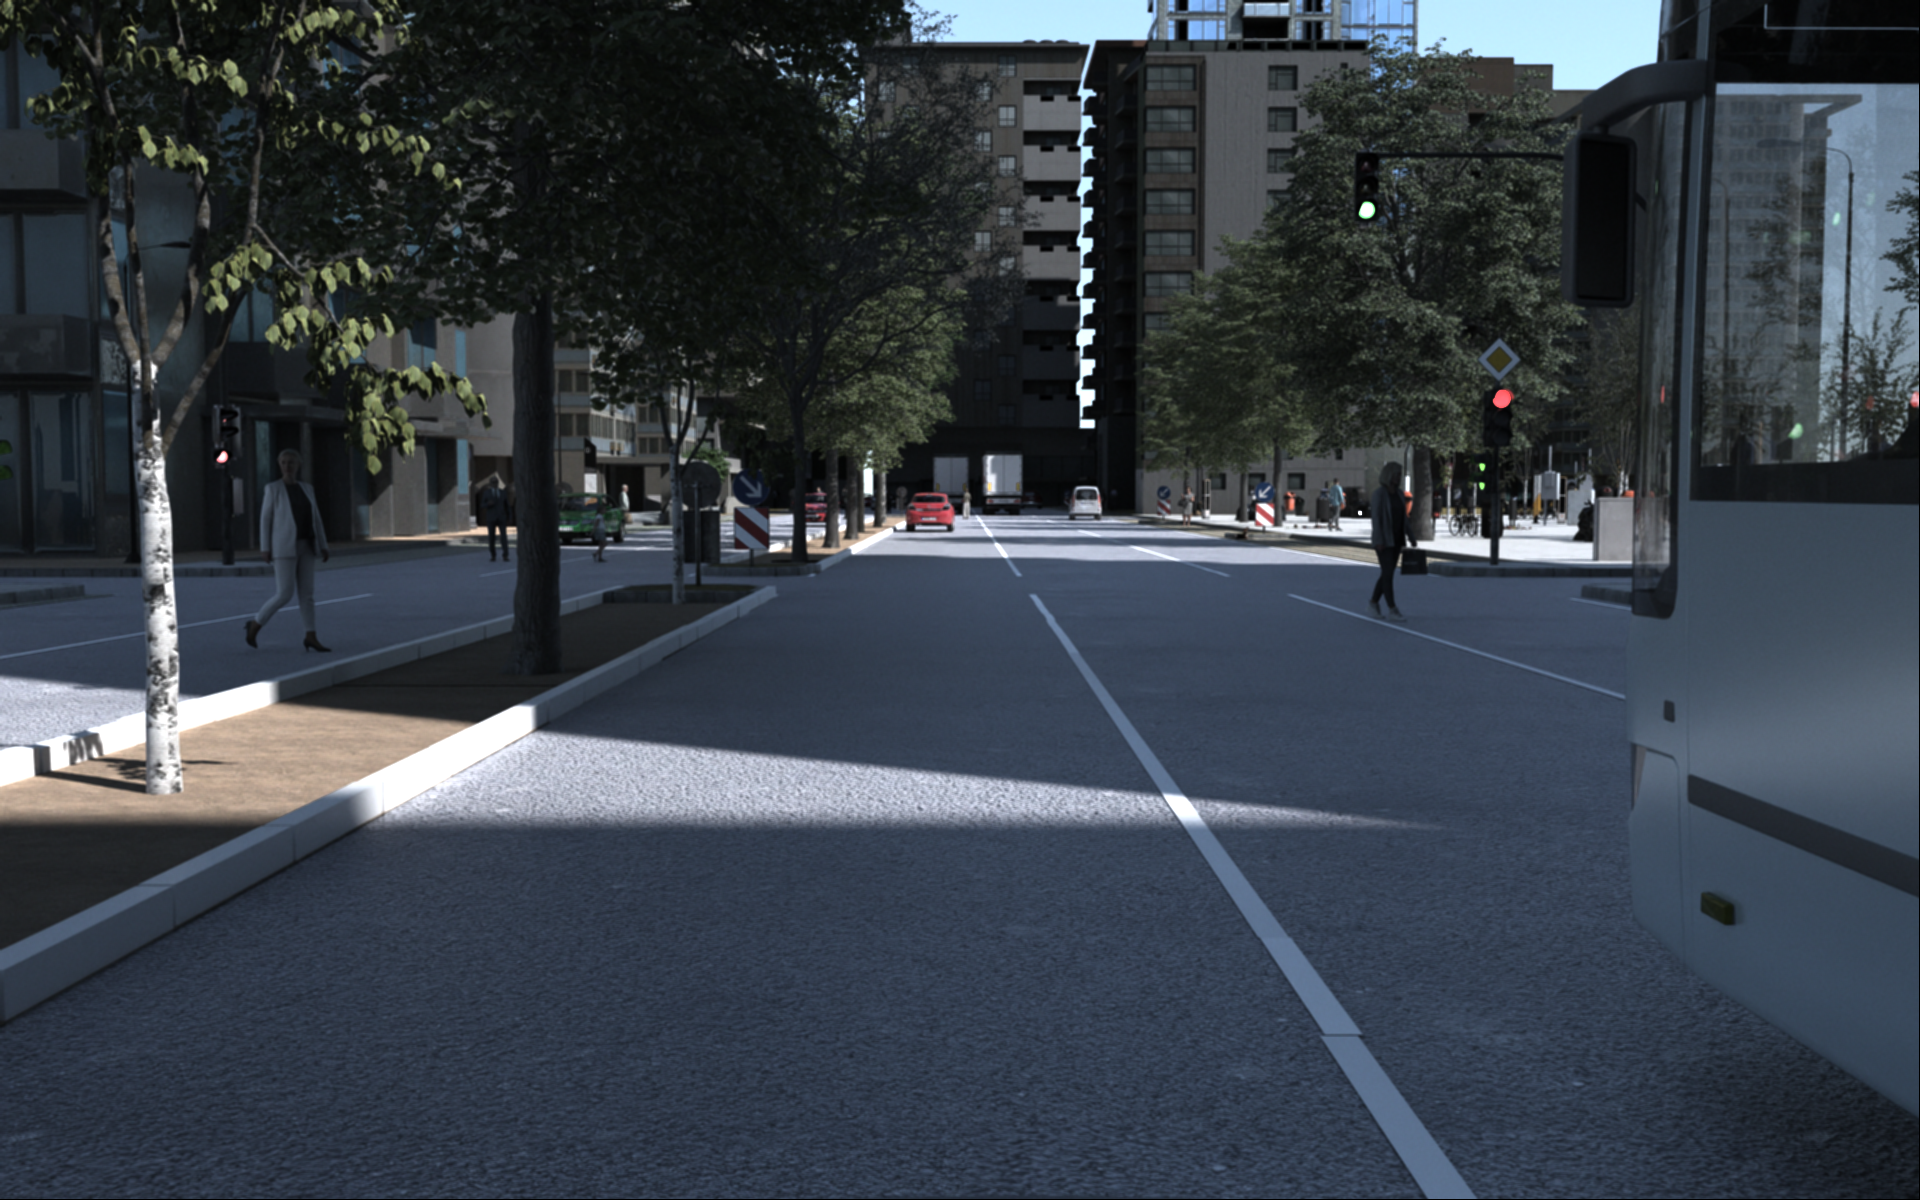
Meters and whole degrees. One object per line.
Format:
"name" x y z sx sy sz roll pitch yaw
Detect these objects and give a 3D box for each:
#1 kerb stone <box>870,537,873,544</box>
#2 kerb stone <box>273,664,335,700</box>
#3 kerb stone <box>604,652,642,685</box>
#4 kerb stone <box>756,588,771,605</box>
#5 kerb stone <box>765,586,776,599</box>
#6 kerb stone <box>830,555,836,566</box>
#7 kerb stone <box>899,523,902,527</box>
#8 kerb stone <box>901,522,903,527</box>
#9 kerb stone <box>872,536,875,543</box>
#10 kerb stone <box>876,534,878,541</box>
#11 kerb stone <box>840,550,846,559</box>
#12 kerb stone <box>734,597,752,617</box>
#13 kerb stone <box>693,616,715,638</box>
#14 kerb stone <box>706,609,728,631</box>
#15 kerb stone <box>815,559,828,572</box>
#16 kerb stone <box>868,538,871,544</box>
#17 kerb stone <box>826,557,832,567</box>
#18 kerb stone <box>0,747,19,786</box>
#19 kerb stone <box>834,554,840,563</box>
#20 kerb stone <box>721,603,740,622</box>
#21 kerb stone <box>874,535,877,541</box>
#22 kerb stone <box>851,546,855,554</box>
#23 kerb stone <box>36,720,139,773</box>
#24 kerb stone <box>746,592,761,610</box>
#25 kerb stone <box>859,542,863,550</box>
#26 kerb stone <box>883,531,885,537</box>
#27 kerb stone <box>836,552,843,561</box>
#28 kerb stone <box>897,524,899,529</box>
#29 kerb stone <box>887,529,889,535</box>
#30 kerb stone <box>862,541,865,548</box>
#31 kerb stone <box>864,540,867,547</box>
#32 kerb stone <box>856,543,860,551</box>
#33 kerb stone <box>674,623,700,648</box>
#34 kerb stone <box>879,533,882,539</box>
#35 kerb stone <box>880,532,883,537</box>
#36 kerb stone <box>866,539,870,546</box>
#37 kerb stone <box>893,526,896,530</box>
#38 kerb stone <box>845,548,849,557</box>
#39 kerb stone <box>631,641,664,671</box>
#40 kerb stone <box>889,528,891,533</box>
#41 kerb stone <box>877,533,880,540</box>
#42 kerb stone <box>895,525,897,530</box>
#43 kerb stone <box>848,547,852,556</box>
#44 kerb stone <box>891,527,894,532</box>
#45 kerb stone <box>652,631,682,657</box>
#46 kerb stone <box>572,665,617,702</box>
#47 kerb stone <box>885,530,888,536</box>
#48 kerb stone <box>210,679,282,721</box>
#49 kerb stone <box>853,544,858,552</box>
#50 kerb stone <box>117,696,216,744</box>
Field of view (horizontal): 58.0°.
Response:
"kerb stone" -2.603 -1.626 48.779 0.120 0.150 1.000 0 3 0
"kerb stone" -4.733 0.604 12.394 0.120 0.150 1.000 0 3 0
"kerb stone" -2.626 0.543 13.367 0.120 0.150 1.000 0 3 0
"kerb stone" -2.620 -0.024 22.586 0.120 0.150 1.000 0 3 0
"kerb stone" -2.623 -0.086 23.608 0.120 0.150 1.000 0 3 0
"kerb stone" -2.617 -0.748 34.427 0.120 0.150 1.000 0 3 0
"kerb stone" -2.582 -3.005 71.357 0.120 0.150 1.000 0 3 0
"kerb stone" -2.582 -3.133 73.412 0.120 0.150 1.000 0 3 0
"kerb stone" -2.600 -1.688 49.801 0.120 0.150 1.000 0 3 0
"kerb stone" -2.600 -1.813 51.845 0.120 0.150 1.000 0 3 0
"kerb stone" -2.613 -0.936 37.503 0.120 0.150 1.000 0 3 0
"kerb stone" -2.616 0.102 20.529 0.120 0.150 1.000 0 3 0
"kerb stone" -2.626 0.299 17.456 0.120 0.150 1.000 0 3 0
"kerb stone" -2.626 0.229 18.481 0.120 0.150 1.000 0 3 0
"kerb stone" -2.613 -0.623 32.375 0.120 0.150 1.000 0 3 0
"kerb stone" -2.600 -1.563 47.756 0.120 0.150 1.000 0 3 0
"kerb stone" -2.617 -0.685 33.398 0.120 0.150 1.000 0 3 0
"kerb stone" -4.734 0.850 8.295 0.120 0.150 1.000 0 3 0
"kerb stone" -2.613 -0.805 35.450 0.120 0.150 1.000 0 3 0
"kerb stone" -2.627 0.167 19.505 0.120 0.150 1.000 0 3 0
"kerb stone" -2.597 -1.749 50.823 0.120 0.150 1.000 0 3 0
"kerb stone" -2.611 -1.123 40.581 0.120 0.150 1.000 0 3 0
"kerb stone" -4.731 0.799 9.321 0.120 0.150 1.000 0 3 0
"kerb stone" -2.622 0.042 21.558 0.120 0.150 1.000 0 3 0
"kerb stone" -2.609 -1.313 43.657 0.120 0.150 1.000 0 3 0
"kerb stone" -2.590 -2.065 55.950 0.120 0.150 1.000 0 3 0
"kerb stone" -2.605 -0.874 36.481 0.120 0.150 1.000 0 3 0
"kerb stone" -2.586 -2.814 68.267 0.120 0.150 1.000 0 3 0
"kerb stone" -2.590 -2.253 59.046 0.120 0.150 1.000 0 3 0
"kerb stone" -2.607 -1.375 44.687 0.120 0.150 1.000 0 3 0
"kerb stone" -2.609 -1.438 45.710 0.120 0.150 1.000 0 3 0
"kerb stone" -2.610 -1.248 42.626 0.120 0.150 1.000 0 3 0
"kerb stone" -2.630 0.352 16.434 0.120 0.150 1.000 0 3 0
"kerb stone" -2.594 -1.939 53.890 0.120 0.150 1.000 0 3 0
"kerb stone" -2.598 -2.002 54.920 0.120 0.150 1.000 0 3 0
"kerb stone" -2.596 -1.495 46.733 0.120 0.150 1.000 0 3 0
"kerb stone" -2.589 -2.629 65.198 0.120 0.150 1.000 0 3 0
"kerb stone" -2.609 -0.999 38.534 0.120 0.150 1.000 0 3 0
"kerb stone" -2.624 0.477 14.389 0.120 0.150 1.000 0 3 0
"kerb stone" -2.590 -2.379 61.097 0.120 0.150 1.000 0 3 0
"kerb stone" -2.595 -1.876 52.868 0.120 0.150 1.000 0 3 0
"kerb stone" -2.580 -2.693 66.221 0.120 0.150 1.000 0 3 0
"kerb stone" -2.608 -1.062 39.559 0.120 0.150 1.000 0 3 0
"kerb stone" -2.589 -2.502 63.153 0.120 0.150 1.000 0 3 0
"kerb stone" -2.636 0.415 15.412 0.120 0.150 1.000 0 3 0
"kerb stone" -2.626 0.603 12.345 0.120 0.150 1.000 0 3 0
"kerb stone" -2.594 -2.191 58.014 0.120 0.150 1.000 0 3 0
"kerb stone" -4.725 0.664 11.369 0.120 0.150 1.000 0 3 0
"kerb stone" -2.607 -1.185 41.603 0.120 0.150 1.000 0 3 0
"kerb stone" -4.738 0.725 10.347 0.120 0.150 1.000 0 3 0
